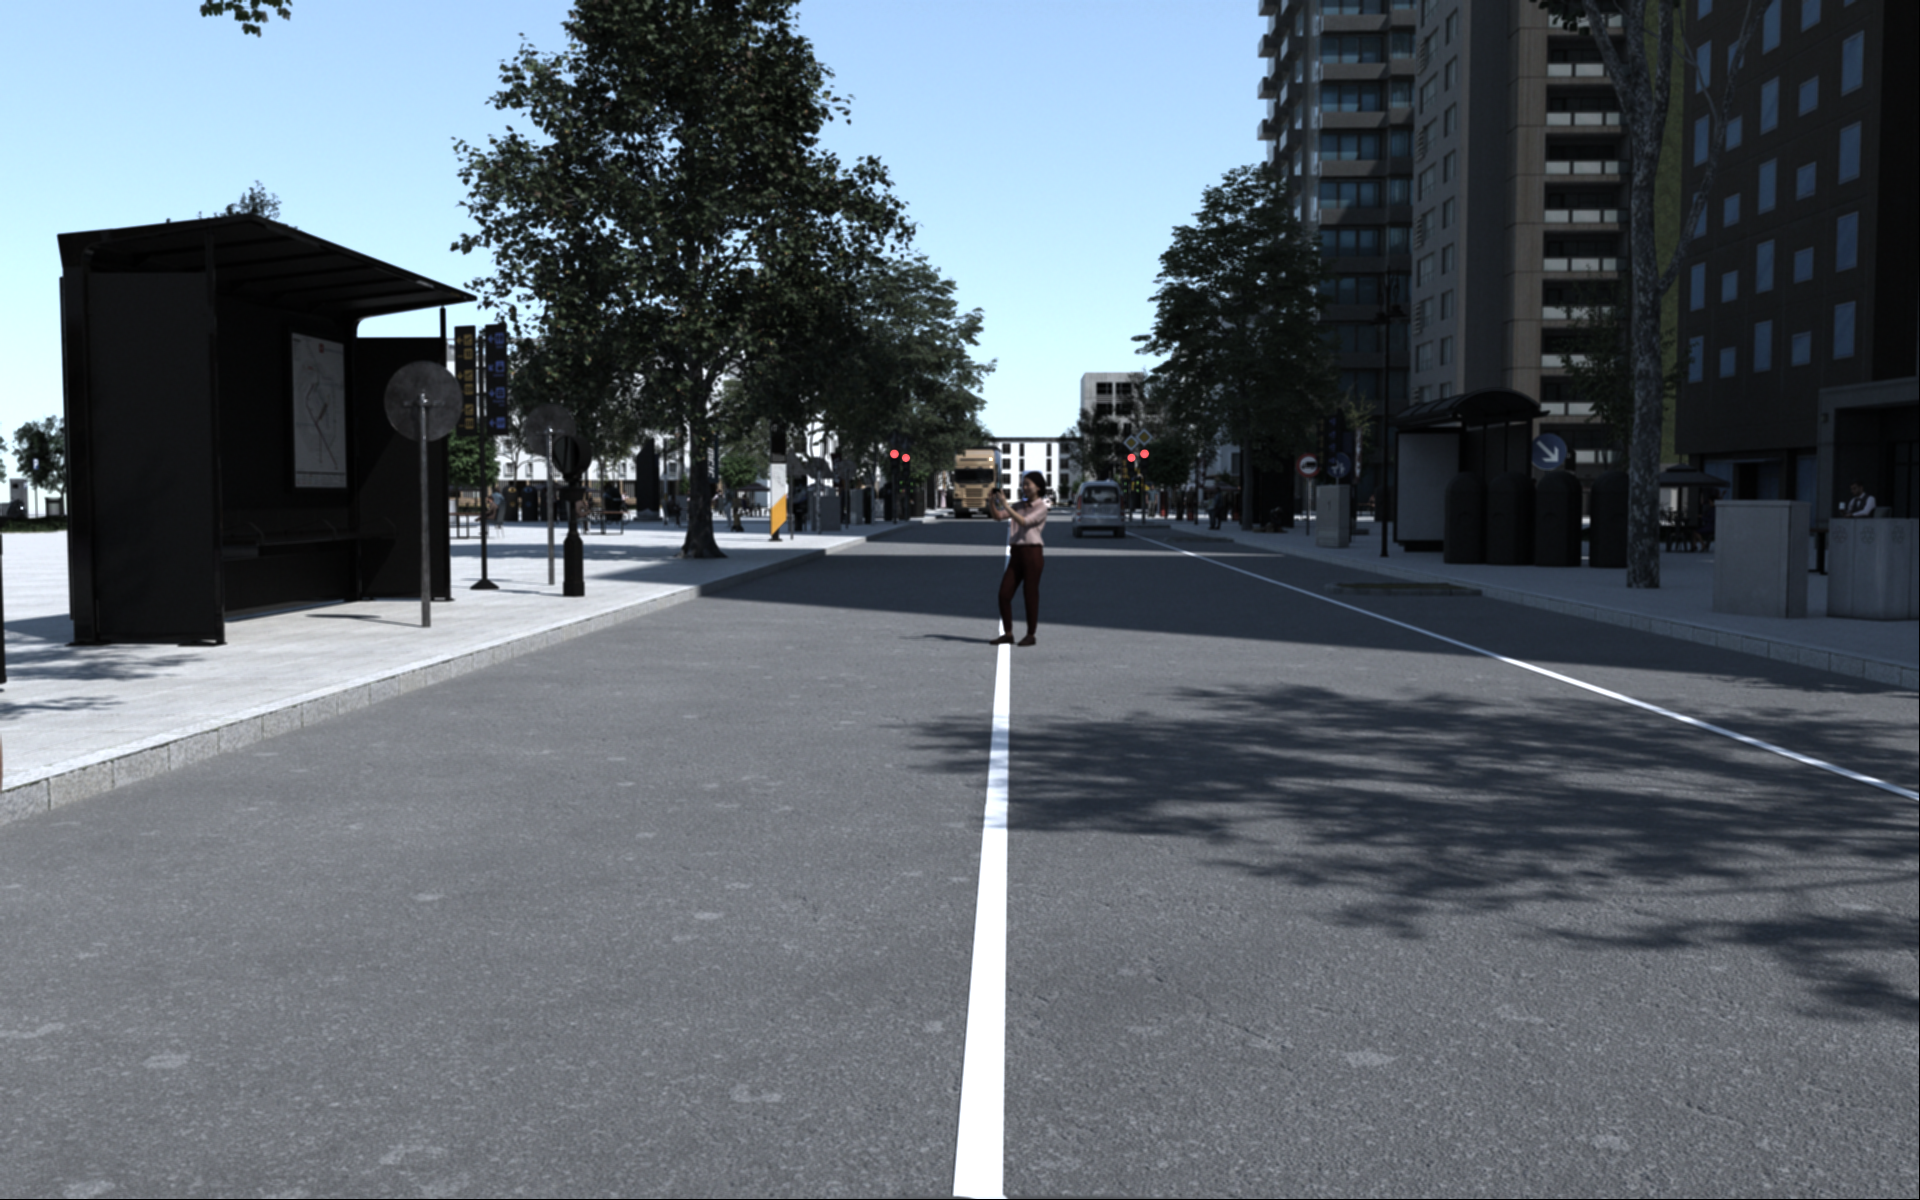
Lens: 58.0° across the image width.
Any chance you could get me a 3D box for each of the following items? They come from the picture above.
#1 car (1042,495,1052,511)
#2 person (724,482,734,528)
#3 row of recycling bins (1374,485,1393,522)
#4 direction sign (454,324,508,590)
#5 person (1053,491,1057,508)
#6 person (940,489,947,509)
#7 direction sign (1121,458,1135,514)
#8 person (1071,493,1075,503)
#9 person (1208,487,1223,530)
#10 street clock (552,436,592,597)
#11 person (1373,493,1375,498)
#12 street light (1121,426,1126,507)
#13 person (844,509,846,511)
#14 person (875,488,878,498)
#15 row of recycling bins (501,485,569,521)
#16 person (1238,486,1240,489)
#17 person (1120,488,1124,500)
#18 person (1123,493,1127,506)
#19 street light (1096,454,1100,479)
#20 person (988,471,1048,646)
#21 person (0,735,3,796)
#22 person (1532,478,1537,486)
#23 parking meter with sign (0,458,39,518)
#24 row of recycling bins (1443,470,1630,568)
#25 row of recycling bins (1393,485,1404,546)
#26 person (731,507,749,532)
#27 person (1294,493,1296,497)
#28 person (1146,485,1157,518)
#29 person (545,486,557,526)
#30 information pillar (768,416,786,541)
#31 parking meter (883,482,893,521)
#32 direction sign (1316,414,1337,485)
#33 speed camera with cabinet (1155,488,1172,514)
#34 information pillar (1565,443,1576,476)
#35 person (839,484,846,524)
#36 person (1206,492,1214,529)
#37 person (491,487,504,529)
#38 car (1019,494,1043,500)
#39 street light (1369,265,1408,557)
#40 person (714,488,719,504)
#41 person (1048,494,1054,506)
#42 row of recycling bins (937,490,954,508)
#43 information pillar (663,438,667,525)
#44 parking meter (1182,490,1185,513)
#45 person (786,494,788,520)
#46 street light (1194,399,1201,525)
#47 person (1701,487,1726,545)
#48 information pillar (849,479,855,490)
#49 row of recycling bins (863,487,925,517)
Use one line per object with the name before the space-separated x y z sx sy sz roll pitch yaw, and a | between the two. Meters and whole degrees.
car | 6.685 -8.125 145.207 2.083 1.381 4.827 0 4 2
person | -8.852 -3.637 66.237 0.376 1.734 0.841 -1 4 -10
row of recycling bins | 20.616 -4.568 81.808 1.069 1.692 3.534 3 4 38
direction sign | -6.416 -1.913 23.270 0.876 3.537 0.379 2 4 26
person | 9.705 -10.182 175.764 0.721 1.735 1.217 0 4 -5
person | -1.398 -8.705 149.044 0.621 1.740 0.551 -1 4 -14
direction sign | 10.669 -7.225 110.130 0.876 3.537 0.379 0 4 -5
person | 14.974 -13.563 229.260 0.593 1.643 0.415 -2 4 -31
person | 9.230 -3.301 62.225 0.499 1.552 0.429 -3 5 -43
street clock | -4.838 -1.044 21.646 0.471 2.002 0.358 2 4 30
person | 22.465 -5.200 92.927 0.662 1.594 0.647 1 4 21
street light | 11.253 -8.915 118.552 0.468 5.910 1.993 0 4 2
person | -8.794 -7.128 130.873 0.655 0.850 0.859 -3 4 -36
person | -7.913 -9.535 162.029 0.705 1.814 1.350 1 4 13
row of recycling bins | -19.993 -4.590 82.152 3.534 1.692 1.069 0 4 -3
person | 16.085 -5.703 99.733 0.568 1.767 0.683 0 4 -7
person | 12.855 -8.095 138.530 0.598 1.807 0.434 3 4 36
person | 13.658 -8.335 144.184 0.662 1.594 0.647 -3 5 -44
street light | 12.364 -11.216 156.164 0.468 5.910 1.993 0 4 2
person | 0.544 -0.390 16.344 0.566 1.644 0.517 0 4 0
person | -1.567 0.392 2.226 0.598 1.807 0.434 -3 4 -37
person | 15.322 -2.414 46.435 0.530 1.710 0.541 1 4 16
parking meter with sign | -46.019 -5.408 84.681 1.738 3.016 0.543 0 4 -1
row of recycling bins | 10.363 -1.465 31.073 3.534 1.692 1.069 3 5 40
row of recycling bins | 11.673 -2.259 44.041 1.069 1.692 3.534 1 4 15
person | -7.533 -2.759 59.071 0.347 0.859 0.695 2 4 29
person | 22.516 -6.795 118.081 0.756 1.711 0.436 -1 4 -15
person | 10.449 -5.403 94.503 0.598 1.807 0.434 0 4 5
person | -16.548 -3.837 70.239 0.517 1.644 0.566 1 4 16
information pillar | -4.958 -3.407 47.067 0.504 3.616 0.183 -3 4 -37
parking meter | -3.413 -4.672 82.097 0.399 1.863 0.255 -2 4 -25
direction sign | 10.458 -3.515 49.460 0.379 3.537 0.876 -2 4 -26
speed camera with cabinet | 13.133 -7.207 112.178 0.660 3.252 2.038 -1 4 -13
information pillar | 28.223 -5.433 80.188 0.504 3.616 0.183 1 4 14
person | -5.078 -4.151 74.838 0.530 1.710 0.541 1 4 12
person | 9.259 -3.298 63.870 0.435 1.345 0.340 3 5 41
person | -17.036 -3.395 63.769 0.429 1.552 0.499 -3 5 -39
car | 5.713 -7.899 138.742 1.945 1.707 3.694 0 4 2
street light | 8.670 -3.818 35.211 0.468 5.910 1.993 0 4 2
person | -18.924 -7.844 135.000 0.576 1.737 0.504 3 5 39
person | 10.930 -12.018 208.189 0.799 1.438 0.628 1 4 13
row of recycling bins | -2.152 -9.114 156.126 3.534 1.692 1.069 -2 4 -29
information pillar | -12.276 -4.941 72.137 0.183 3.616 0.504 -1 4 -12
parking meter | 14.770 -6.542 115.375 0.372 1.533 0.369 0 3 0
person | -8.610 -4.753 86.994 0.421 1.427 0.697 0 4 1
street light | 9.877 -6.082 72.228 0.468 5.910 1.993 0 4 2
person | 17.851 -2.051 41.052 0.593 1.643 0.415 -1 4 -15
information pillar | -5.184 -4.812 83.167 0.304 2.012 0.304 0 4 0
row of recycling bins | -3.723 -5.422 95.757 3.534 1.692 1.069 -1 4 -15
